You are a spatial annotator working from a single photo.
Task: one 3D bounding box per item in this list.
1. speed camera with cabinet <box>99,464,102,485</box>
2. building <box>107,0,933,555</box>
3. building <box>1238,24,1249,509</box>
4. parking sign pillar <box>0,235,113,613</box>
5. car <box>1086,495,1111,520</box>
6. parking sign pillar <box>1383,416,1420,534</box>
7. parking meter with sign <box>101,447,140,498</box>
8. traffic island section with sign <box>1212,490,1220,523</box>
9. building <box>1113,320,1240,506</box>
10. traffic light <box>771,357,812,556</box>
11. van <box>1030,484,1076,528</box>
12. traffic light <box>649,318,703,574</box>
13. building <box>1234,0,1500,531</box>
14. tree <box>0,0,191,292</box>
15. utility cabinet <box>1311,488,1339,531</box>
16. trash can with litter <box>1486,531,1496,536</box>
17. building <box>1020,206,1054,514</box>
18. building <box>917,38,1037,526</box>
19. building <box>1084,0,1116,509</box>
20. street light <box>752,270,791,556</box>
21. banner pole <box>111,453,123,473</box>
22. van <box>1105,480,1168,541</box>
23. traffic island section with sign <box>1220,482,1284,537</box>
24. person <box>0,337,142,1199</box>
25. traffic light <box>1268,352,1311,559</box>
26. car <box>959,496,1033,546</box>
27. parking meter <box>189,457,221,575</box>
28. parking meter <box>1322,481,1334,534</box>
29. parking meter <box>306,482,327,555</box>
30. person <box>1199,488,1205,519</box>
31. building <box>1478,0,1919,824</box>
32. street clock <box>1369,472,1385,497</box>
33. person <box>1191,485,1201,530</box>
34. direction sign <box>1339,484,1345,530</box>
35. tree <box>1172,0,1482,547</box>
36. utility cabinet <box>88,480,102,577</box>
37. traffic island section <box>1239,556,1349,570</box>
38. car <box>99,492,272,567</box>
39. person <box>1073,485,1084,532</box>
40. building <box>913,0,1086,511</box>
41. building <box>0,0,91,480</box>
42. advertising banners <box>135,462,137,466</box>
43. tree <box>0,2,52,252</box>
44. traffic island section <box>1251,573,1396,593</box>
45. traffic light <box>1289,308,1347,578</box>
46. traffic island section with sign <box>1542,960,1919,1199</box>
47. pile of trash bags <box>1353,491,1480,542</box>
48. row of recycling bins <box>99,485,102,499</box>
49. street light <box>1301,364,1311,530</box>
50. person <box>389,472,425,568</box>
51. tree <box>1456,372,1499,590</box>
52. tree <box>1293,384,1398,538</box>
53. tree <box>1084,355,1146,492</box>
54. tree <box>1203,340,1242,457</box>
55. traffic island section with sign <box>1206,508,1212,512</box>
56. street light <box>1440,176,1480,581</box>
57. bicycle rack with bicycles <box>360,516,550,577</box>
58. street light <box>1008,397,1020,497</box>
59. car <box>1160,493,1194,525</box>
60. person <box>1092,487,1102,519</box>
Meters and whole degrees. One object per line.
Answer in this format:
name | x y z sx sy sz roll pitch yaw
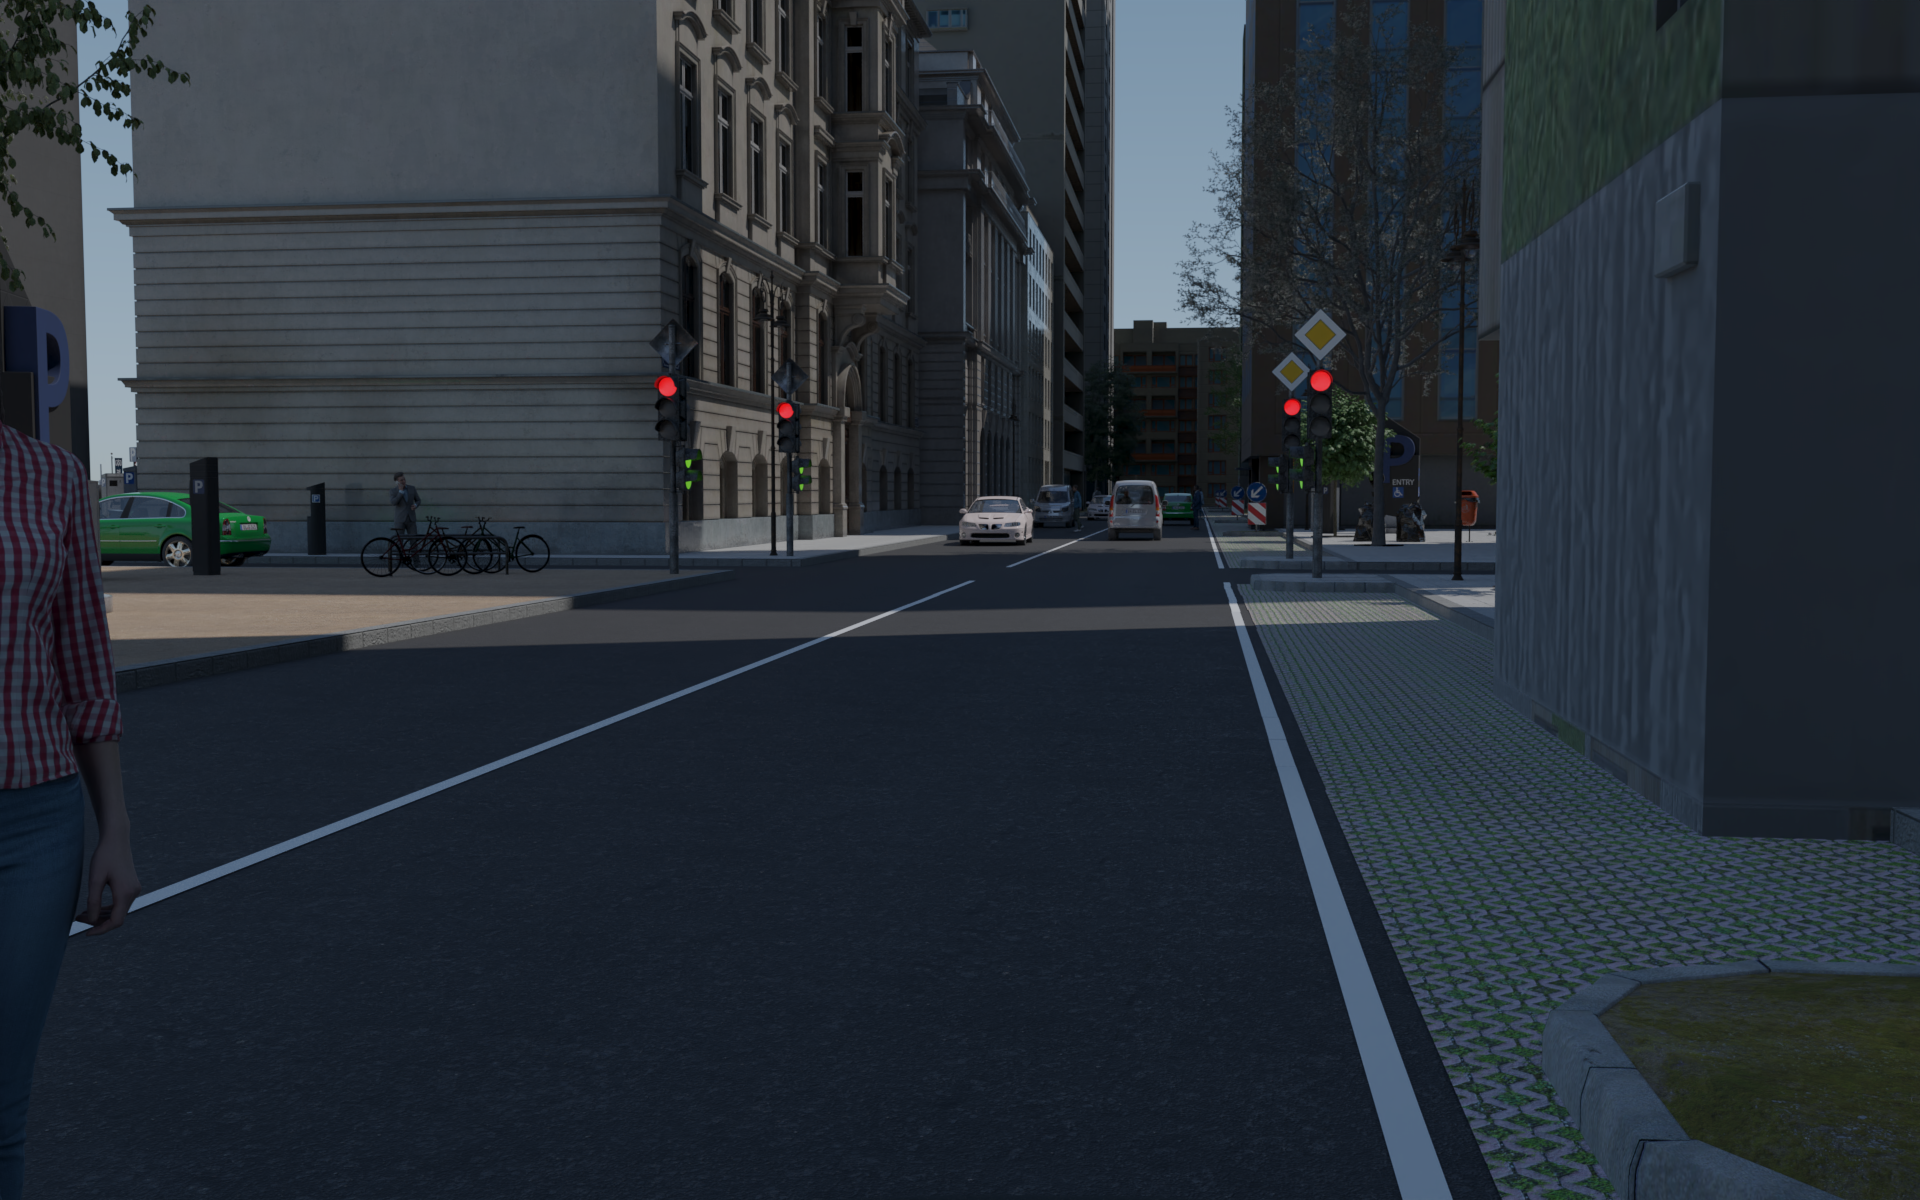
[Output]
speed camera with cabinet | -55.953 -7.288 113.496 0.660 3.252 2.038 -2 4 -34
building | -8.979 -14.304 52.952 14.460 24.649 34.723 0 4 8
building | 31.970 -28.766 153.912 14.154 41.232 14.086 0 4 8
parking sign pillar | -9.886 -1.834 18.451 1.447 3.967 1.447 -1 4 -11
car | 8.027 -5.100 95.751 2.083 1.381 4.827 0 4 7
parking sign pillar | 14.334 -4.165 56.565 1.447 3.967 1.447 1 4 20
parking meter with sign | -31.128 -4.119 63.599 0.543 3.016 1.738 3 5 39
traffic island section with sign | 13.577 -4.700 85.473 1.989 1.847 2.006 0 4 8
building | 22.764 -22.113 206.580 28.899 21.520 27.650 0 4 8
traffic light | -3.491 -2.857 35.639 0.839 4.253 0.868 0 4 8
van | 4.093 -4.152 74.902 2.013 2.044 4.112 0 4 8
traffic light | -4.576 -2.374 27.728 0.839 4.253 0.868 0 4 8
building | 18.521 -25.601 68.692 14.600 45.320 14.200 0 4 8
tree | -7.781 -3.784 12.228 4.737 8.622 4.395 0 3 0
utility cabinet | 12.592 -3.126 59.787 1.173 1.500 0.318 -3 5 -40
trash can with litter | 16.955 -2.618 53.860 1.678 1.210 2.233 3 5 45
building | -0.350 -15.149 102.438 10.420 20.320 16.860 0 4 8
building | -4.109 -14.690 81.979 13.314 21.916 24.055 0 4 8
building | 5.007 -45.124 176.022 20.611 71.187 20.563 0 4 8
street light | -3.885 -3.862 35.940 0.468 5.910 1.993 0 4 8
banner pole | -51.129 -7.031 104.971 0.401 3.779 0.863 3 5 39
van | 5.567 -2.925 54.829 2.013 2.044 4.112 0 4 7
traffic island section with sign | 9.932 -3.066 58.764 1.989 1.847 2.006 0 4 8
person | -1.484 0.368 2.499 0.388 1.821 0.555 2 4 34
traffic light | 6.529 -2.775 34.287 0.839 4.253 0.868 0 4 8
car | 1.082 -2.290 49.804 2.083 1.381 4.827 0 4 6
parking meter | -11.946 -1.326 27.398 0.399 1.863 0.255 1 4 21
parking meter | 11.915 -3.082 56.098 0.255 1.863 0.399 -2 4 -33
parking meter | -13.540 -1.714 36.433 0.372 1.533 0.369 0 3 0
person | 14.054 -5.643 101.023 0.793 1.790 0.793 3 5 44
building | 10.967 -20.071 11.759 14.154 41.232 14.086 0 4 8
street clock | 12.944 -3.014 53.848 0.471 2.002 0.358 1 4 16
person | 9.518 -3.735 69.754 0.419 1.800 0.721 0 4 1
direction sign | 13.451 -4.231 61.181 0.876 3.537 0.379 -1 4 -13
tree | 10.302 -8.073 42.368 12.009 13.543 11.850 0 3 0
utility cabinet | -12.950 -1.045 25.766 0.318 1.500 1.173 -2 4 -27
traffic island section | 6.567 -0.741 34.395 2.009 0.180 2.903 0 4 8
car | -15.457 -1.457 32.616 4.718 1.807 1.959 1 4 9
person | 4.508 -3.499 66.047 0.444 1.785 0.601 0 4 6
building | -2.510 -30.468 121.857 21.300 48.544 21.600 0 4 8
building | -39.245 -15.489 46.757 24.014 27.812 14.314 0 4 8
advertising banners | -40.284 -5.379 84.129 0.090 3.025 2.074 0 4 -7
tree | -13.307 -4.337 21.279 4.360 8.622 3.978 0 3 0
traffic island section | 5.482 -0.257 26.484 2.009 0.180 2.903 0 4 8
traffic light | 5.444 -2.291 26.375 0.839 4.253 0.868 0 4 8
traffic island section with sign | 2.371 0.302 3.688 1.989 1.847 2.006 0 4 8
pile of trash bags | 12.299 -2.267 46.811 3.447 1.369 1.912 2 4 31
row of recycling bins | -38.095 -4.108 74.279 1.069 1.692 3.534 2 4 32
street light | 12.362 -5.429 61.547 0.468 5.910 1.993 0 4 8
person | -10.372 -1.482 32.542 0.655 1.846 0.447 -3 4 -36
tree | 7.677 -1.742 23.090 1.663 3.219 1.824 0 3 0
tree | 11.306 -4.157 51.676 4.285 4.588 4.351 0 3 0
tree | 12.626 -15.489 159.906 9.857 13.997 8.962 0 3 0
tree | 19.975 -11.558 114.734 9.928 11.665 9.643 0 3 0
traffic island section with sign | 20.431 -7.756 135.440 1.989 1.847 2.006 0 4 8
street light | 7.398 -3.229 25.579 0.468 5.910 1.993 0 4 8
bicycle rack with bicycles | -8.124 -0.894 27.994 2.925 0.926 2.852 -1 4 -18
street light | 2.565 -6.722 82.699 0.468 5.910 1.993 0 4 8
car | 10.112 -4.386 80.514 1.959 1.807 4.718 0 4 6
person | 7.995 -5.615 100.399 0.679 1.850 0.850 2 4 30
